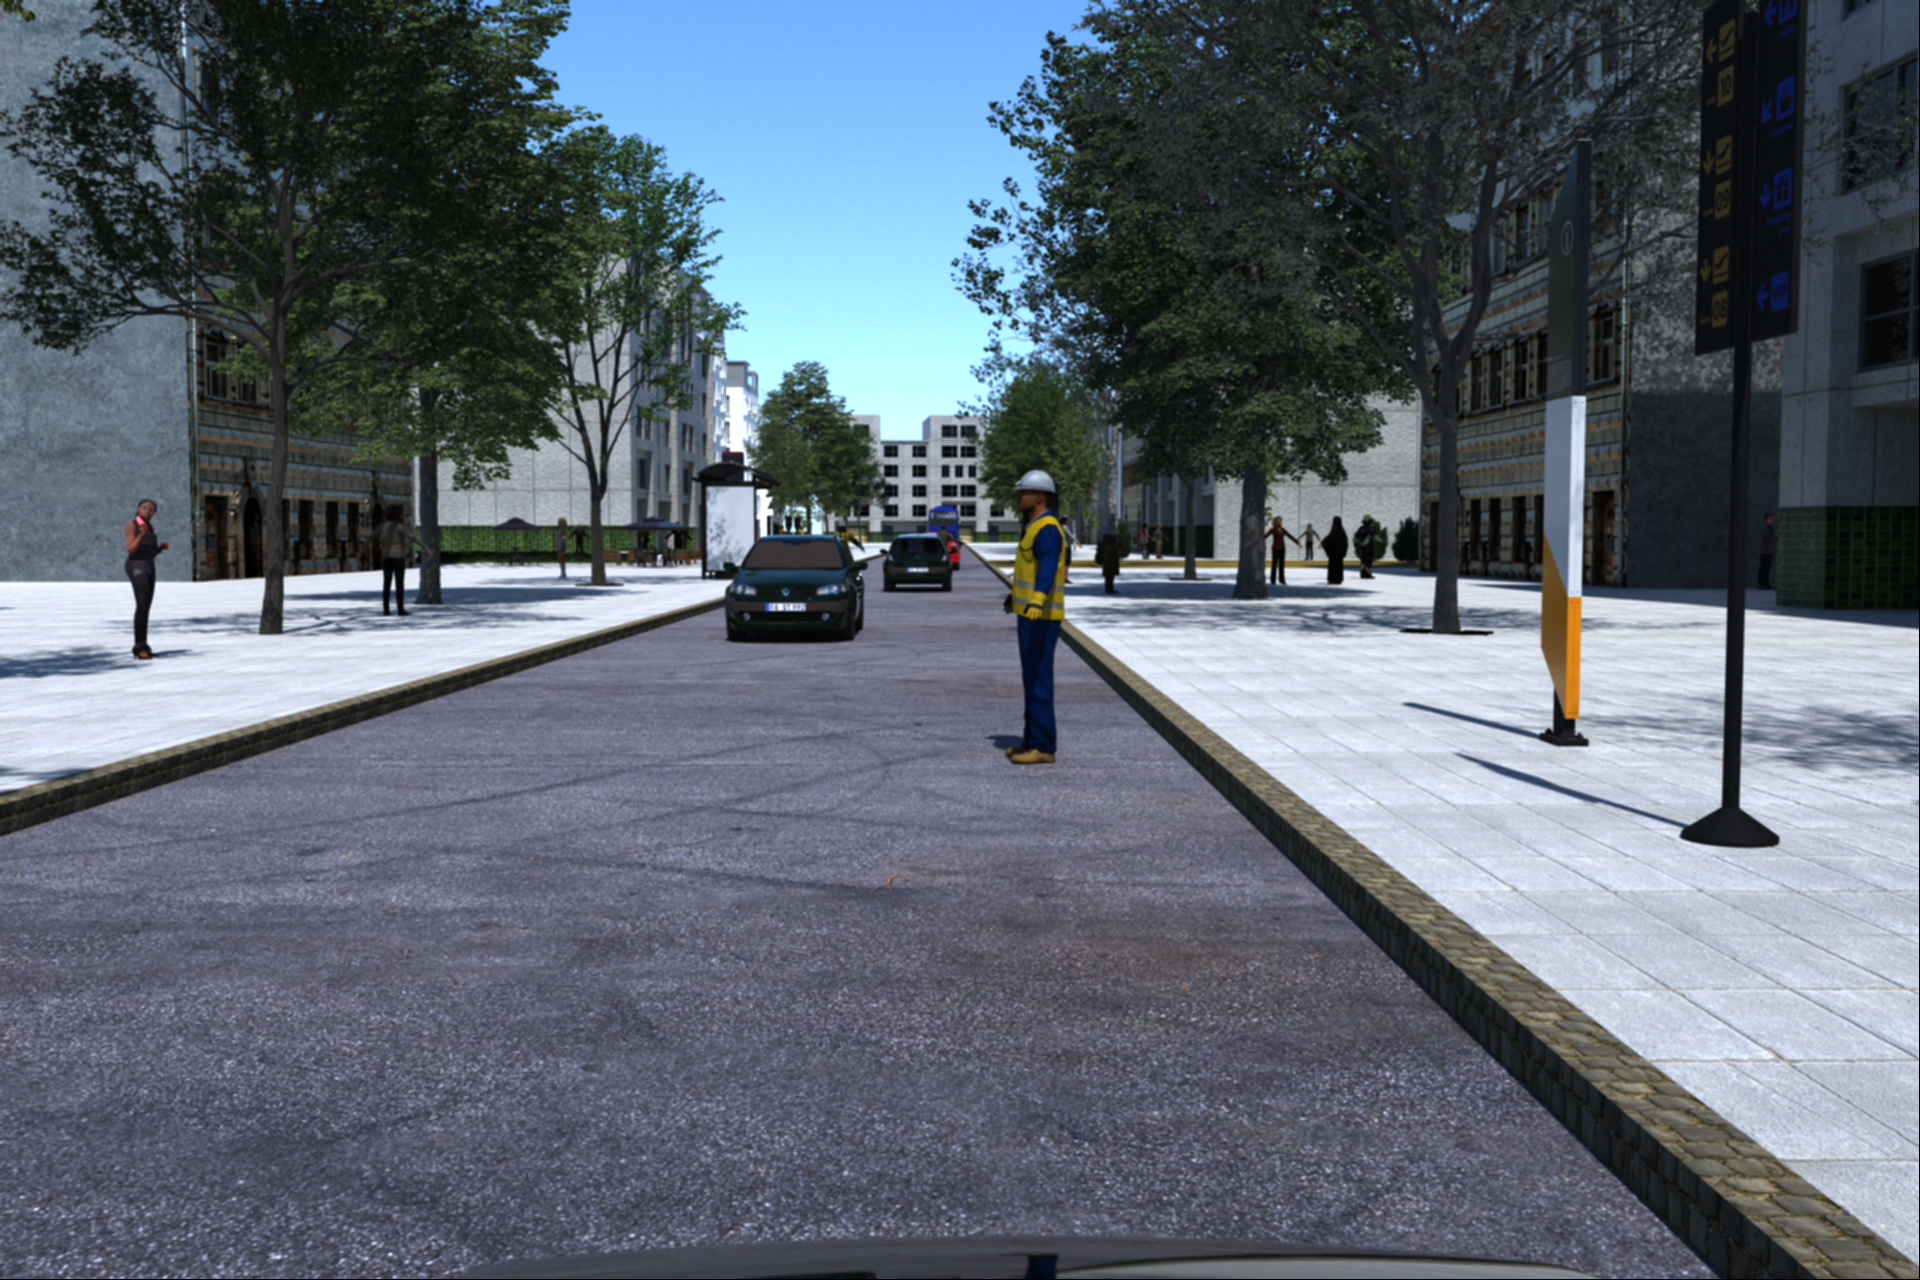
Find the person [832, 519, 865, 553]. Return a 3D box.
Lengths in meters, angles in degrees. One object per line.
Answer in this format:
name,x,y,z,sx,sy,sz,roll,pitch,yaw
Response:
person,-3.365,-2.508,49.235,1.354,1.858,0.705,-1,4,-12

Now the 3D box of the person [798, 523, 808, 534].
person,-7.303,-4.471,79.568,1.216,1.772,0.721,-1,4,-9

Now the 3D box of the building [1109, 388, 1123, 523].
building,22.107,-20.816,196.762,16.016,20.090,11.380,0,3,0

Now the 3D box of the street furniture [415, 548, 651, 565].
street furniture,-18.634,-3.705,76.211,10.072,0.657,5.734,-1,4,-9

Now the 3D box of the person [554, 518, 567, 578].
person,-11.627,-2.666,50.208,0.721,1.753,1.214,-1,4,-21

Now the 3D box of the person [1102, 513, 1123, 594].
person,3.333,-1.874,37.420,0.721,1.736,1.217,1,4,18

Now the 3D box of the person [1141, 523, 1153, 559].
person,9.458,-5.010,88.057,0.704,1.843,1.345,2,4,30

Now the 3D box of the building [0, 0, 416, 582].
building,-29.591,-13.688,54.725,19.493,23.208,18.063,0,4,1

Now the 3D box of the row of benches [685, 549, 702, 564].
row of benches,-10.297,-3.687,75.741,1.422,0.672,4.104,3,4,38

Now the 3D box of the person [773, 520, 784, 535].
person,-7.621,-4.031,71.690,0.705,1.856,1.354,2,4,32

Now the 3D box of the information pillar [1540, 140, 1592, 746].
information pillar,3.705,-1.177,10.601,0.183,3.616,0.504,0,3,0

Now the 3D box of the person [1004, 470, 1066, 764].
person,0.457,-0.153,10.934,0.705,1.833,1.349,0,4,-4

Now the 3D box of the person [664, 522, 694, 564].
person,-11.905,-4.100,73.228,1.347,1.806,0.705,-2,4,-29

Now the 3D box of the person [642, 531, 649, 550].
person,-17.245,-5.443,94.932,0.705,1.837,1.347,0,4,-2

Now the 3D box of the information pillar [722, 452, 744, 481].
information pillar,-7.166,-4.000,54.779,0.750,3.857,0.750,0,4,-1

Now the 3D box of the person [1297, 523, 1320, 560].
person,17.297,-4.874,85.817,1.348,1.813,0.705,-1,4,-20

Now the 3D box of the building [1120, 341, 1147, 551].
building,22.696,-18.612,135.239,19.493,23.208,18.063,0,4,0

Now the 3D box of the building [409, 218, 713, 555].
building,-26.790,-15.072,112.886,16.747,18.905,31.486,0,4,0

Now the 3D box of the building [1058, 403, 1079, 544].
building,21.353,-22.467,233.796,16.747,18.905,31.486,0,4,0

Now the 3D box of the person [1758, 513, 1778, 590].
person,18.682,-2.029,39.742,0.617,1.759,0.750,-2,4,-34

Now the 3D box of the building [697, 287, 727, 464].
building,-24.707,-16.957,133.672,16.016,20.090,11.380,0,3,0

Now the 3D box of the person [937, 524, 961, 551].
person,-0.626,-3.512,66.144,1.348,1.796,0.705,0,4,6

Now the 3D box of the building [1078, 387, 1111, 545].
building,24.434,-23.111,208.797,19.493,23.208,18.063,0,4,-1

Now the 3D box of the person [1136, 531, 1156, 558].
person,10.162,-5.368,94.481,1.216,1.740,0.721,1,4,22

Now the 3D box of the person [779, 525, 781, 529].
person,-10.494,-5.828,101.420,1.346,1.812,0.704,-2,4,-33

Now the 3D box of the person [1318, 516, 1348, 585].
person,9.510,-2.282,44.098,1.214,1.737,0.721,-3,5,-45

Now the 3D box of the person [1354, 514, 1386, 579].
person,11.706,-2.683,49.728,0.704,1.845,1.351,-2,4,-26

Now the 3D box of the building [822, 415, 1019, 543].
building,-5.133,-24.119,263.267,31.486,18.905,16.747,0,4,-5

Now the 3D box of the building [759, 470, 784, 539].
building,-26.773,-16.975,219.685,9.099,9.664,28.070,0,4,0

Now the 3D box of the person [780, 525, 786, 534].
person,-9.074,-4.971,88.080,1.217,1.733,0.721,-1,4,-23

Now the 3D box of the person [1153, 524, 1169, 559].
person,10.367,-5.113,89.876,0.705,1.796,1.348,3,5,40

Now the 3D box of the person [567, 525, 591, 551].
person,-20.640,-5.364,93.922,1.346,1.802,0.704,-2,4,-27

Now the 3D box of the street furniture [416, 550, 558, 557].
street furniture,-24.535,-4.233,84.829,10.072,0.657,5.734,0,4,7

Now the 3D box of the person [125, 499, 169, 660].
person,-8.385,-0.634,17.883,0.415,1.643,0.593,-3,5,-40

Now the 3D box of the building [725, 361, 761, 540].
building,-28.450,-20.400,189.962,16.016,20.090,11.380,0,4,1

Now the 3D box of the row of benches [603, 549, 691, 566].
row of benches,-12.943,-3.391,70.911,4.104,0.672,1.422,0,4,1

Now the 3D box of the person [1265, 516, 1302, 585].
person,8.108,-2.270,43.927,1.215,1.729,0.721,-1,4,-17

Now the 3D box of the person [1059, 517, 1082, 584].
person,2.792,-2.338,45.055,0.721,1.735,1.217,-2,4,-30

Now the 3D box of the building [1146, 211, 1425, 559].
building,21.288,-14.500,103.540,16.747,18.905,31.486,0,4,0

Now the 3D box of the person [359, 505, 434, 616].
person,-8.914,-1.259,27.346,1.215,1.744,0.721,0,4,6
